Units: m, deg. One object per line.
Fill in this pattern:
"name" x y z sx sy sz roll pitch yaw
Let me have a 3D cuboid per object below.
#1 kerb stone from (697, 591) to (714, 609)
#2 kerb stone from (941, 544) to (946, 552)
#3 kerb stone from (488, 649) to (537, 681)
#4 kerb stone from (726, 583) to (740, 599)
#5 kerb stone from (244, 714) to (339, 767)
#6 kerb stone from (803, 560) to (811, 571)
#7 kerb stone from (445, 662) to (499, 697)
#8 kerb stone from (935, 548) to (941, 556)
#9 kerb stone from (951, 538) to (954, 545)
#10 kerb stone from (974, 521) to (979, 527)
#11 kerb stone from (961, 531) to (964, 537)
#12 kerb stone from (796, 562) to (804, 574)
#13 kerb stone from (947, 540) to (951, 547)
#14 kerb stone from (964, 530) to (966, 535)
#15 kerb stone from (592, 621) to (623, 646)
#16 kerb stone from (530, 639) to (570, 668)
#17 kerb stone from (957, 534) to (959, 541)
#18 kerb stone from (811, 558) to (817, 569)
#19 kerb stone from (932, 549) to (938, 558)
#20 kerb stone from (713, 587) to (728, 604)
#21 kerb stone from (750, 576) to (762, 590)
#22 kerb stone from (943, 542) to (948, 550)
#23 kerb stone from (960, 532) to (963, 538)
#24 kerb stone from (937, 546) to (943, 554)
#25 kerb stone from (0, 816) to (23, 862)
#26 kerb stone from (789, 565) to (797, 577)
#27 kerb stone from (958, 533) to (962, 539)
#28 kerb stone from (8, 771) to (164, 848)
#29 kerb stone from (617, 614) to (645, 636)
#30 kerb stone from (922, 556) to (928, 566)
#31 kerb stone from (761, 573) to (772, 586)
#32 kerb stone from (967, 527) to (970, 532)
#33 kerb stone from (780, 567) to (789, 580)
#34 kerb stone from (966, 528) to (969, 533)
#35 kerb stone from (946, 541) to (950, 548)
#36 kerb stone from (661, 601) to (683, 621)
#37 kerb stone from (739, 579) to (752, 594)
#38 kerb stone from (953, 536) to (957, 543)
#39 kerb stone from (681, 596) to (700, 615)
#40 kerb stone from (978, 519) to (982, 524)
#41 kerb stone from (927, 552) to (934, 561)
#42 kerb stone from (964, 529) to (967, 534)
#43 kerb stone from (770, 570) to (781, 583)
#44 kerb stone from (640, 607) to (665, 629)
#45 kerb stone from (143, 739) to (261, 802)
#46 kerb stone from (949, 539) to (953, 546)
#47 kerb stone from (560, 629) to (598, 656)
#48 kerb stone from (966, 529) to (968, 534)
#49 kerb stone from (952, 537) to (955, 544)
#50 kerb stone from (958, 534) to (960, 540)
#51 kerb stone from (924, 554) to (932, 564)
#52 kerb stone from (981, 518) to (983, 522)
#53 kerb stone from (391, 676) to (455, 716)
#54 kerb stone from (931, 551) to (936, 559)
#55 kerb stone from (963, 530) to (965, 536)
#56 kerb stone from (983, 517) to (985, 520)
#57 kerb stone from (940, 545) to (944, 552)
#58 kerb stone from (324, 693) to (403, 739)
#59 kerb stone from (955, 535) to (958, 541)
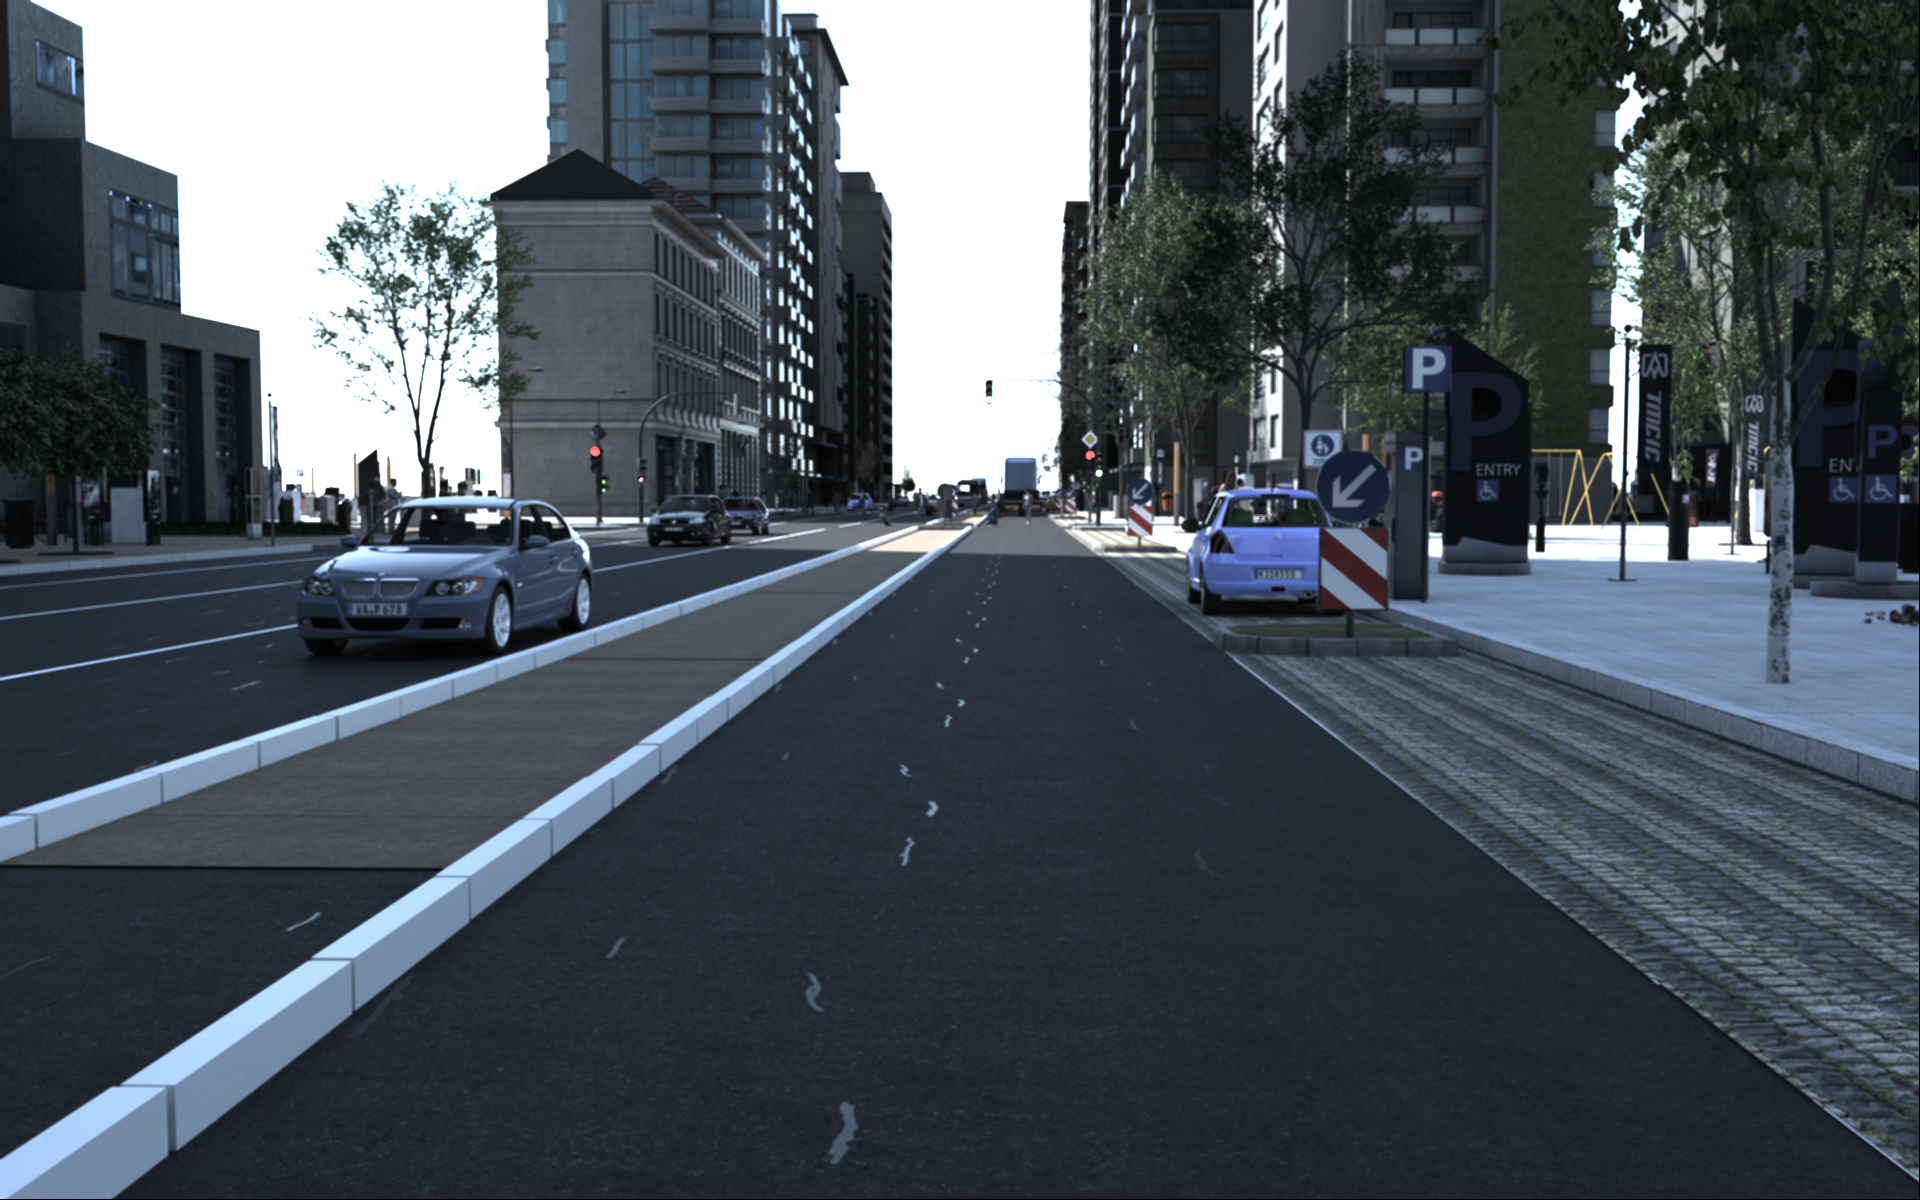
"kerb stone" -3.270 0.025 21.783 0.120 0.150 1.000 0 4 2
"kerb stone" -0.475 -1.224 42.216 0.120 0.150 1.000 0 4 2
"kerb stone" -3.543 0.525 13.609 0.120 0.150 1.000 0 4 2
"kerb stone" -3.200 -0.101 23.845 0.120 0.150 1.000 0 4 2
"kerb stone" -3.685 0.777 9.517 0.120 0.150 1.000 0 4 2
"kerb stone" -2.918 -0.602 32.041 0.120 0.150 1.000 0 4 2
"kerb stone" -3.576 0.591 12.584 0.120 0.150 1.000 0 4 2
"kerb stone" -0.577 -1.036 39.131 0.120 0.150 1.000 0 4 2
"kerb stone" -0.302 -1.538 47.367 0.120 0.150 1.000 0 4 2
"kerb stone" 0.676 -3.324 76.545 0.120 0.150 1.000 0 4 2
"kerb stone" -0.026 -2.042 55.574 0.120 0.150 1.000 0 4 2
"kerb stone" -2.960 -0.539 31.016 0.120 0.150 1.000 0 4 2
"kerb stone" -0.376 -1.413 45.312 0.120 0.150 1.000 0 4 2
"kerb stone" 0.045 -2.165 57.619 0.120 0.150 1.000 0 4 2
"kerb stone" -3.442 0.338 16.675 0.120 0.150 1.000 0 4 2
"kerb stone" -3.505 0.464 14.630 0.120 0.150 1.000 0 4 2
"kerb stone" -0.170 -1.790 51.460 0.120 0.150 1.000 0 4 2
"kerb stone" -2.889 -0.665 33.063 0.120 0.150 1.000 0 4 2
"kerb stone" -0.619 -0.971 38.107 0.120 0.150 1.000 0 4 2
"kerb stone" -3.232 -0.038 22.817 0.120 0.150 1.000 0 4 2
"kerb stone" -3.130 -0.225 25.891 0.120 0.150 1.000 0 4 2
"kerb stone" -0.435 -1.288 43.247 0.120 0.150 1.000 0 4 2
"kerb stone" -0.060 -1.979 54.547 0.120 0.150 1.000 0 4 2
"kerb stone" -0.544 -1.099 40.159 0.120 0.150 1.000 0 4 2
"kerb stone" -3.782 0.971 6.440 0.120 0.150 1.000 0 4 2
"kerb stone" -2.996 -0.475 29.995 0.120 0.150 1.000 0 4 2
"kerb stone" -0.099 -1.916 53.516 0.120 0.150 1.000 0 4 2
"kerb stone" -3.749 0.901 7.461 0.120 0.150 1.000 0 4 2
"kerb stone" -3.411 0.275 17.696 0.120 0.150 1.000 0 4 2
"kerb stone" -0.756 -0.722 34.003 0.120 0.150 1.000 0 4 2
"kerb stone" -3.092 -0.288 26.915 0.120 0.150 1.000 0 4 2
"kerb stone" 0.181 -2.413 61.713 0.120 0.150 1.000 0 4 2
"kerb stone" -3.020 -0.414 28.965 0.120 0.150 1.000 0 4 2
"kerb stone" 0.142 -2.354 60.691 0.120 0.150 1.000 0 4 2
"kerb stone" -0.410 -1.351 44.279 0.120 0.150 1.000 0 4 2
"kerb stone" -3.346 0.150 19.740 0.120 0.150 1.000 0 4 2
"kerb stone" -3.163 -0.159 24.869 0.120 0.150 1.000 0 4 2
"kerb stone" -0.236 -1.663 49.411 0.120 0.150 1.000 0 4 2
"kerb stone" -3.298 0.088 20.761 0.120 0.150 1.000 0 4 2
"kerb stone" 0.843 -3.637 81.661 0.120 0.150 1.000 0 4 2
"kerb stone" -0.686 -0.847 36.046 0.120 0.150 1.000 0 4 2
"kerb stone" 0.079 -2.228 58.645 0.120 0.150 1.000 0 4 2
"kerb stone" -3.057 -0.351 27.936 0.120 0.150 1.000 0 4 2
"kerb stone" -3.374 0.213 18.718 0.120 0.150 1.000 0 4 2
"kerb stone" -3.717 0.839 8.483 0.120 0.150 1.000 0 4 2
"kerb stone" -0.336 -1.476 46.333 0.120 0.150 1.000 0 4 2
"kerb stone" -3.479 0.400 15.652 0.120 0.150 1.000 0 4 2
"kerb stone" 0.111 -2.290 59.667 0.120 0.150 1.000 0 4 2
"kerb stone" -0.276 -1.602 48.389 0.120 0.150 1.000 0 4 2
"kerb stone" -0.140 -1.849 52.488 0.120 0.150 1.000 0 4 2
"kerb stone" -0.712 -0.783 35.024 0.120 0.150 1.000 0 4 2
"kerb stone" 0.914 -3.761 83.709 0.120 0.150 1.000 0 4 2
"kerb stone" -3.613 0.652 11.562 0.120 0.150 1.000 0 4 2
"kerb stone" -0.652 -0.911 37.082 0.120 0.150 1.000 0 4 2
"kerb stone" 0.006 -2.104 56.596 0.120 0.150 1.000 0 4 2
"kerb stone" 1.061 -4.009 87.827 0.120 0.150 1.000 0 4 2
"kerb stone" -0.518 -1.157 41.181 0.120 0.150 1.000 0 4 2
"kerb stone" -3.642 0.713 10.539 0.120 0.150 1.000 0 4 2
"kerb stone" -0.206 -1.721 50.433 0.120 0.150 1.000 0 4 2
